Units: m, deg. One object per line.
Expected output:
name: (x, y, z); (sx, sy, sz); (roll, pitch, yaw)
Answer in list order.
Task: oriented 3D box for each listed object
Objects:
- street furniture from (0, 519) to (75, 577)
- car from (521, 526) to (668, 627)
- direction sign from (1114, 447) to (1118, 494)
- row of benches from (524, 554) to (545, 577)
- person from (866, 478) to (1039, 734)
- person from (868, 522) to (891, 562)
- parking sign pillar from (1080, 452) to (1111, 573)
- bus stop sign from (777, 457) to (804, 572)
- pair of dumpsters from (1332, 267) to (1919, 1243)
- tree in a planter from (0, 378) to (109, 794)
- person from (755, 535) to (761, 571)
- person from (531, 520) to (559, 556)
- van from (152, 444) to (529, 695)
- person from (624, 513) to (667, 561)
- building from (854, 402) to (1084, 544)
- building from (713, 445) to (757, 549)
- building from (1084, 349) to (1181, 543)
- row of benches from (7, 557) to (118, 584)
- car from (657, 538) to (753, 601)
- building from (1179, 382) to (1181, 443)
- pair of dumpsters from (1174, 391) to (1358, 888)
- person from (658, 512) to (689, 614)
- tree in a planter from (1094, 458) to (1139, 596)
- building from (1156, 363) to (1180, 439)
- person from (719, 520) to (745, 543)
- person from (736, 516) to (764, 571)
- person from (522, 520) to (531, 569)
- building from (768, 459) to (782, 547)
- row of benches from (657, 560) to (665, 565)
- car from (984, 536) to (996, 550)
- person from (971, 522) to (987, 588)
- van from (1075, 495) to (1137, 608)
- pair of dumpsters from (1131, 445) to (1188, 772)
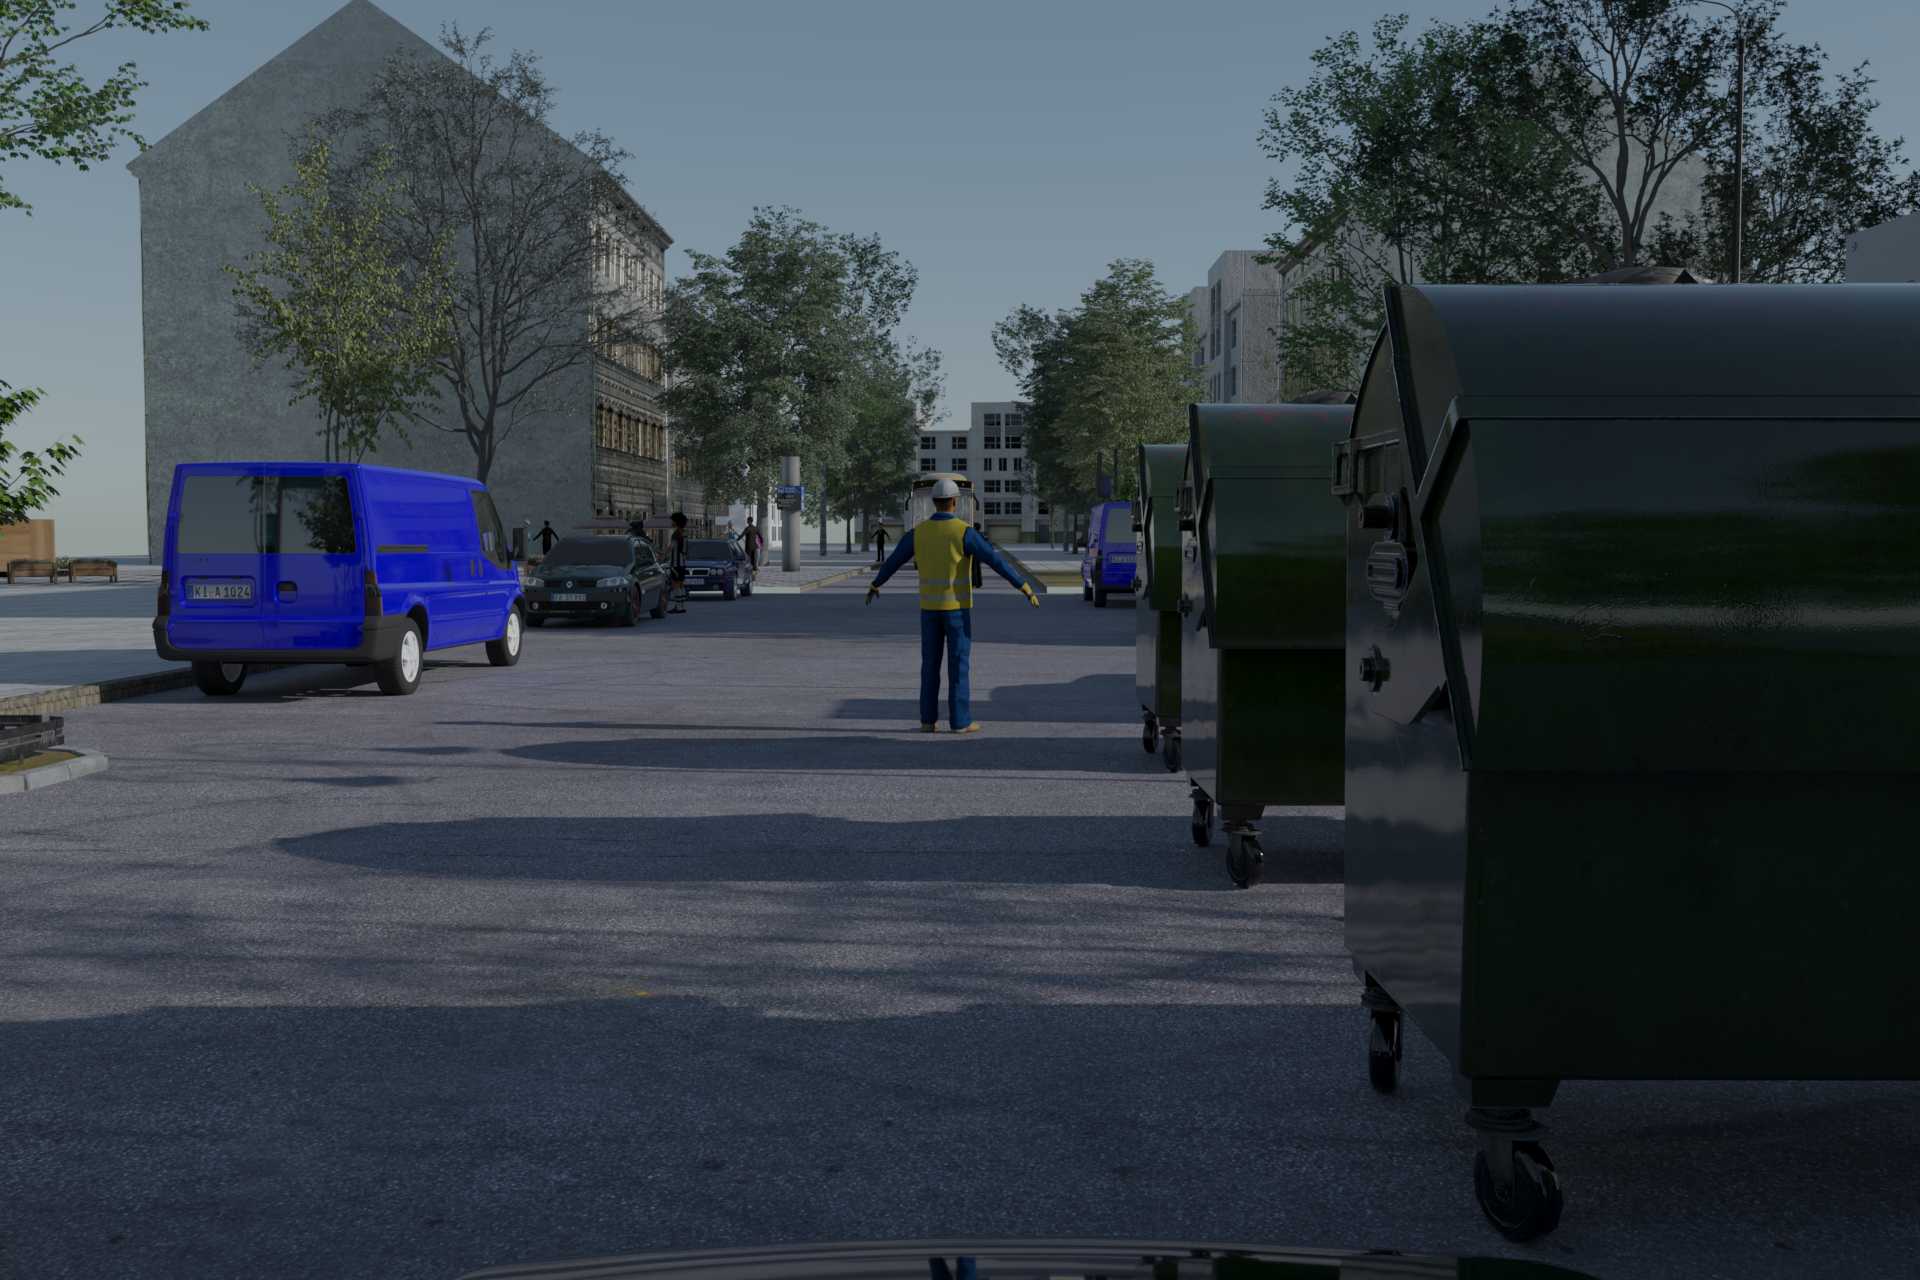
street furniture: (-30.541, -2.849, 53.443); (11.010, 1.723, 9.812); (3, 4, 39)
car: (-5.858, -1.115, 28.013); (2.009, 1.686, 4.222); (0, 4, 0)
direction sign: (4.106, -3.288, 45.753); (0.379, 3.537, 0.876); (0, 4, 0)
row of benches: (-14.200, -2.267, 52.524); (4.104, 0.672, 1.422); (0, 4, -6)
person: (-0.095, -0.251, 12.536); (1.349, 1.833, 0.705); (1, 4, 21)
person: (-3.683, -4.521, 79.860); (1.347, 1.837, 0.705); (3, 4, 36)
parking sign pillar: (4.724, -4.219, 57.457); (1.447, 3.967, 1.447); (0, 4, 1)
bus stop sign: (-5.776, -4.286, 59.092); (0.837, 3.901, 0.837); (0, 4, 2)
pair of dumpsters: (3.132, 0.059, 3.981); (4.436, 2.255, 1.574); (0, 4, 0)
tree in a planter: (-6.190, -0.781, 9.993); (1.991, 3.239, 1.994); (0, 4, 1)
person: (-7.024, -3.134, 60.509); (0.599, 1.433, 0.991); (-1, 4, -8)
person: (-15.918, -3.698, 66.641); (0.705, 1.806, 1.347); (3, 5, 40)
van: (-5.785, -0.775, 17.055); (2.240, 2.365, 5.245); (0, 4, 1)
person: (-6.471, -1.628, 34.847); (1.354, 1.856, 0.705); (2, 4, 32)
building: (2.347, -22.618, 238.712); (31.486, 18.905, 16.747); (0, 4, 6)
building: (-22.827, -13.494, 162.776); (9.099, 9.664, 28.070); (0, 3, 0)
building: (28.671, -22.204, 207.014); (27.936, 21.610, 32.646); (0, 4, 1)
row of benches: (-23.888, -1.791, 44.754); (4.104, 0.672, 1.422); (-3, 4, -37)
car: (-5.669, -1.589, 38.558); (1.945, 1.354, 3.894); (0, 4, 1)
building: (26.933, -19.240, 170.998); (16.016, 20.090, 11.380); (0, 4, 1)
pair of dumpsters: (3.156, -0.156, 7.495); (4.436, 2.255, 1.574); (0, 3, 0)
person: (-5.129, -1.391, 31.344); (0.704, 1.843, 1.345); (1, 4, 9)
tree in a planter: (3.966, -2.660, 40.710); (1.991, 3.239, 1.994); (0, 3, 0)
building: (25.538, -20.231, 187.200); (16.016, 20.090, 11.380); (0, 4, 1)
person: (-9.429, -4.004, 71.322); (1.347, 1.847, 0.705); (-3, 5, -41)
person: (-6.198, -2.739, 51.014); (0.704, 1.802, 1.346); (2, 4, 35)
person: (-15.976, -3.522, 63.708); (0.704, 1.817, 1.347); (-1, 4, -20)
building: (-23.985, -15.260, 191.641); (9.099, 9.664, 28.070); (0, 3, 0)
row of benches: (-9.437, -2.001, 48.187); (4.104, 0.672, 1.422); (1, 4, 18)
car: (0.905, -4.790, 90.899); (1.945, 1.354, 3.894); (0, 4, 0)
person: (0.364, -2.239, 45.786); (0.721, 1.740, 1.216); (3, 4, 38)
van: (3.559, -1.899, 35.430); (2.240, 2.365, 5.245); (0, 4, 0)
pair of dumpsters: (3.291, -0.363, 10.890); (4.436, 2.255, 1.574); (0, 4, 0)
